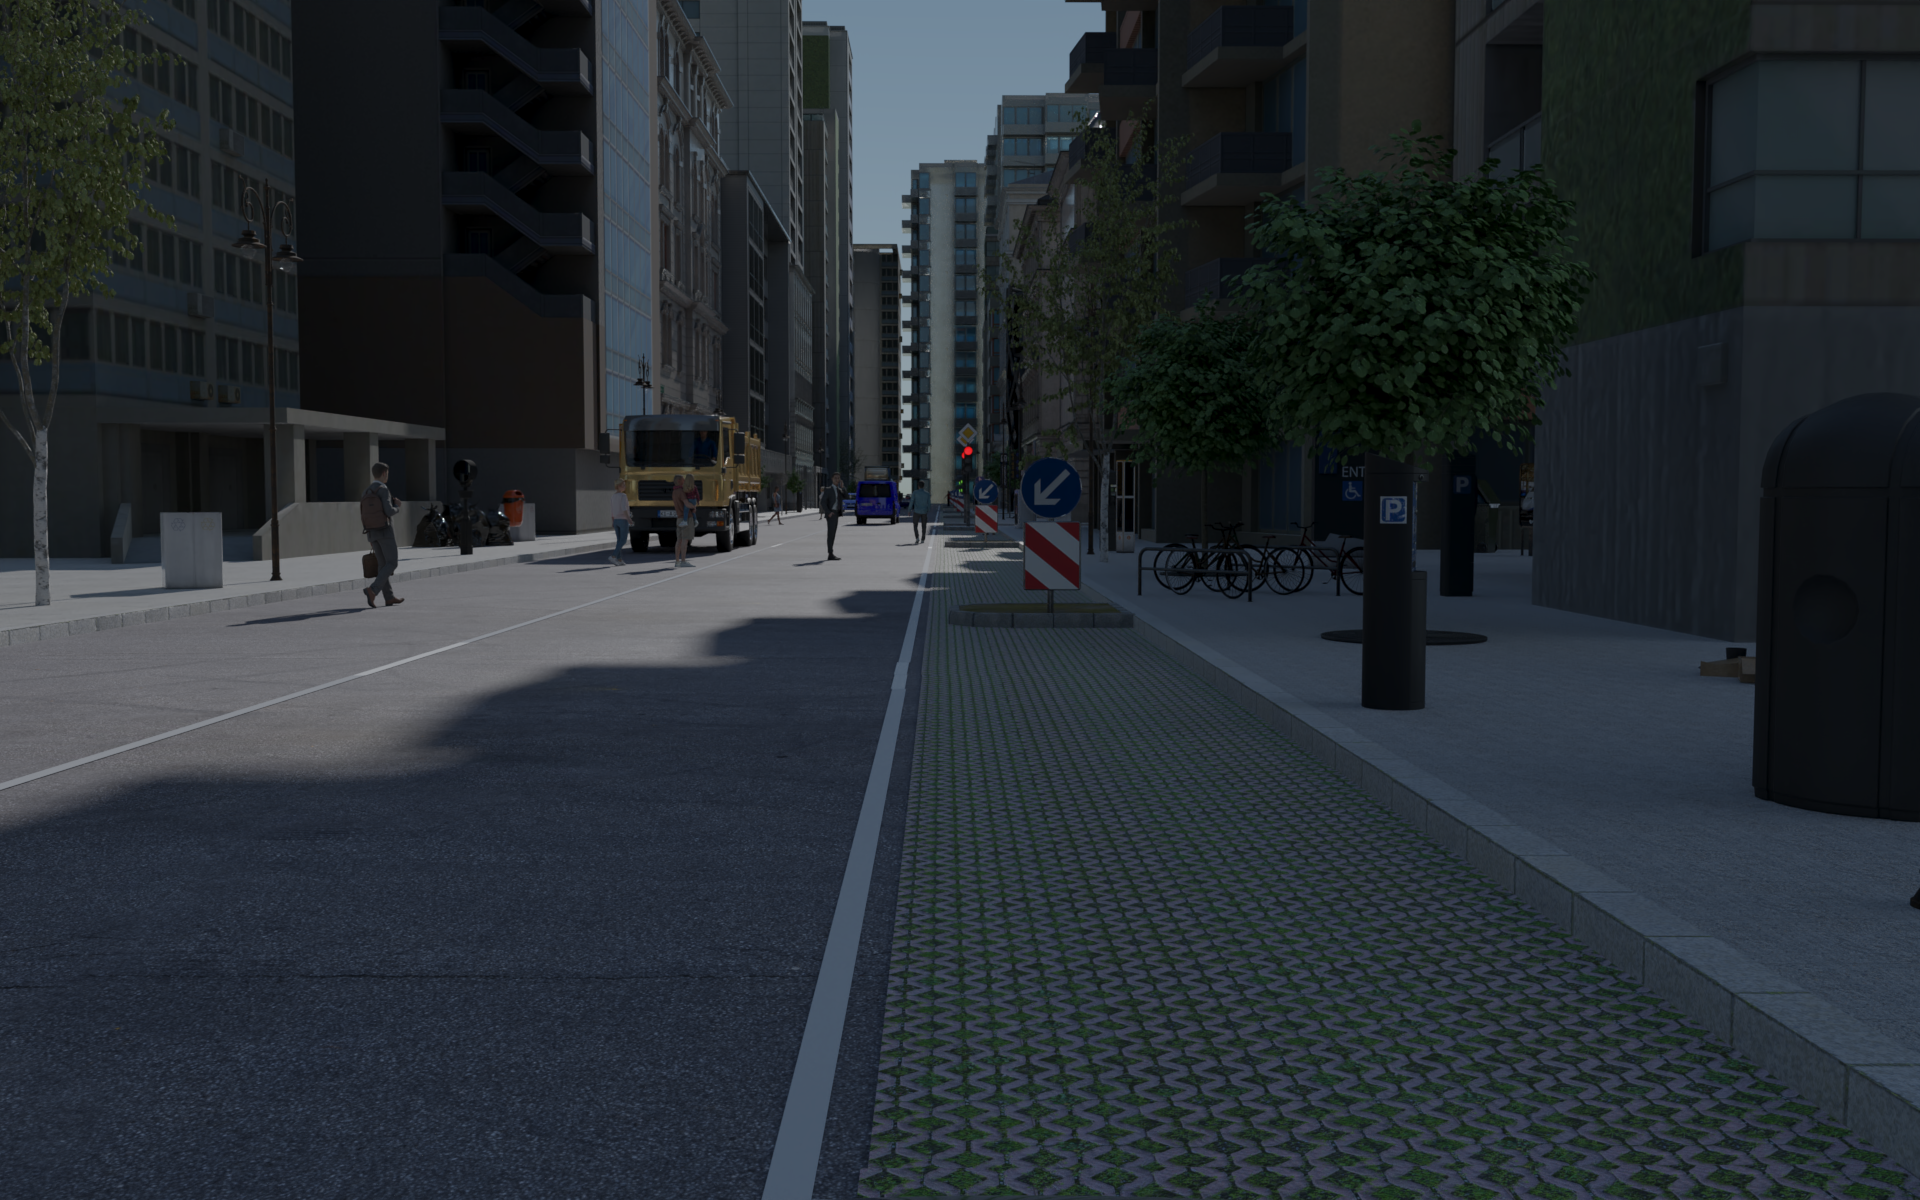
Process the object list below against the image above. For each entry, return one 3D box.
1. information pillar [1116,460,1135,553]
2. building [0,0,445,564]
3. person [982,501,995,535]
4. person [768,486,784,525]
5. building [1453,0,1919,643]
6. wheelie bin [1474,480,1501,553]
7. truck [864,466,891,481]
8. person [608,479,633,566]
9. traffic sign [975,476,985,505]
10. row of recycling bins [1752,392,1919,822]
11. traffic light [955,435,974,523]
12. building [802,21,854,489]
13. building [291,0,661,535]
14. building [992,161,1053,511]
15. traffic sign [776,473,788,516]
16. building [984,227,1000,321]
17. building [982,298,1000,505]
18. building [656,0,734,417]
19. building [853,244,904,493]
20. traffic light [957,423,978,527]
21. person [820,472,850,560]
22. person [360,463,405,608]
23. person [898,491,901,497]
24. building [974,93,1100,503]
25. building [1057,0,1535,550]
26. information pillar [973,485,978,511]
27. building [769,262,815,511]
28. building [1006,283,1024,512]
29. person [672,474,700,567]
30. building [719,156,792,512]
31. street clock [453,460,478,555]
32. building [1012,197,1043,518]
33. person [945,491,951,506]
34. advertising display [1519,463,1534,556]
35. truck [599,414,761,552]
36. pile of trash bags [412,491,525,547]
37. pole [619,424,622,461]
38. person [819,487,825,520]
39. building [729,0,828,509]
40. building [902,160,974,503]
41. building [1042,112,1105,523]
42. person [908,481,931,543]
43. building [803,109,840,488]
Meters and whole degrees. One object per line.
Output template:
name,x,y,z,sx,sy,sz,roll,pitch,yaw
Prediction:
information pillar,3.598,-2.027,37.639,0.304,2.012,0.304,-2,4,-26
building,-29.577,-21.218,38.793,32.217,40.220,23.993,0,4,-1
person,0.993,-3.156,60.287,0.511,1.800,0.466,1,4,13
person,-8.553,-4.386,80.307,0.778,1.811,0.616,0,4,3
building,13.628,-20.611,20.593,14.154,41.232,14.086,0,4,-1
wheelie bin,11.353,-1.832,37.856,0.693,1.594,0.980,3,5,39
truck,-8.323,-11.364,174.715,2.839,4.237,11.283,0,4,-1
person,-6.788,-1.548,34.477,0.731,1.740,0.598,2,4,31
traffic sign,1.449,-7.536,123.324,0.768,2.556,0.104,0,4,6
row of recycling bins,5.119,-0.017,7.388,3.534,1.692,1.069,-1,4,-12
traffic light,0.221,-5.349,76.383,0.839,4.253,0.868,0,4,-1
building,-27.531,-41.170,215.132,28.212,58.520,21.231,0,4,-1
building,-18.751,-25.054,59.741,14.200,45.320,14.600,0,4,-1
building,9.720,-21.751,141.538,13.634,28.700,20.117,0,4,-1
traffic sign,-10.570,-6.275,102.704,0.768,2.556,0.104,0,4,8
building,9.626,-25.513,188.842,14.160,30.474,14.107,0,4,-1
building,16.299,-19.698,167.107,27.650,21.520,28.899,0,4,-1
building,-19.715,-18.390,88.069,14.401,28.519,23.554,0,4,-1
building,-20.307,-34.205,251.139,23.993,40.220,32.217,0,4,-1
traffic light,0.304,-4.861,68.398,0.839,4.253,0.868,0,4,-1
person,-2.703,-1.823,37.669,0.474,1.900,0.648,2,4,24
person,-7.380,-0.828,22.007,0.622,1.834,0.822,2,4,27
person,-7.026,-11.858,202.385,0.705,1.822,1.348,-1,4,-17
building,14.185,-36.144,210.563,23.786,49.044,30.456,0,4,-1
building,14.642,-24.316,52.186,22.147,44.769,28.867,0,4,-1
information pillar,1.187,-7.884,133.393,0.304,2.012,0.304,-2,4,-23
building,-17.192,-17.777,139.808,9.793,20.994,18.267,0,4,-1
building,11.645,-15.656,123.431,16.820,18.784,16.811,0,4,-1
person,-5.401,-1.563,34.029,0.580,1.828,0.573,1,4,11
building,-19.606,-18.126,115.431,14.314,24.678,30.058,0,4,-1
street clock,-10.437,-1.958,36.578,0.471,2.002,0.358,1,4,22
building,8.665,-14.383,99.790,10.561,19.102,19.286,0,4,-1
person,-1.356,-11.759,200.697,0.705,1.831,1.348,3,4,38
advertising display,11.902,-1.865,35.712,0.123,1.923,0.974,-1,4,-22
truck,-6.917,-2.999,44.964,3.469,3.379,9.791,0,4,-1
pile of trash bags,-11.951,-2.042,43.141,1.912,1.369,3.447,1,4,20
pole,-9.771,-3.449,50.242,0.158,3.312,0.155,0,3,0
person,-7.550,-5.327,95.829,0.641,1.798,0.478,2,4,33
building,-22.923,-44.158,160.233,20.563,71.187,20.611,0,4,-1
building,7.035,-38.403,247.495,30.456,49.044,23.786,0,4,-1
building,13.972,-13.264,81.487,19.286,19.102,10.561,0,4,-1
person,-1.168,-2.575,50.616,0.660,1.820,0.620,-1,4,-13
building,-19.867,-30.269,178.495,14.154,41.232,14.086,0,4,-1
